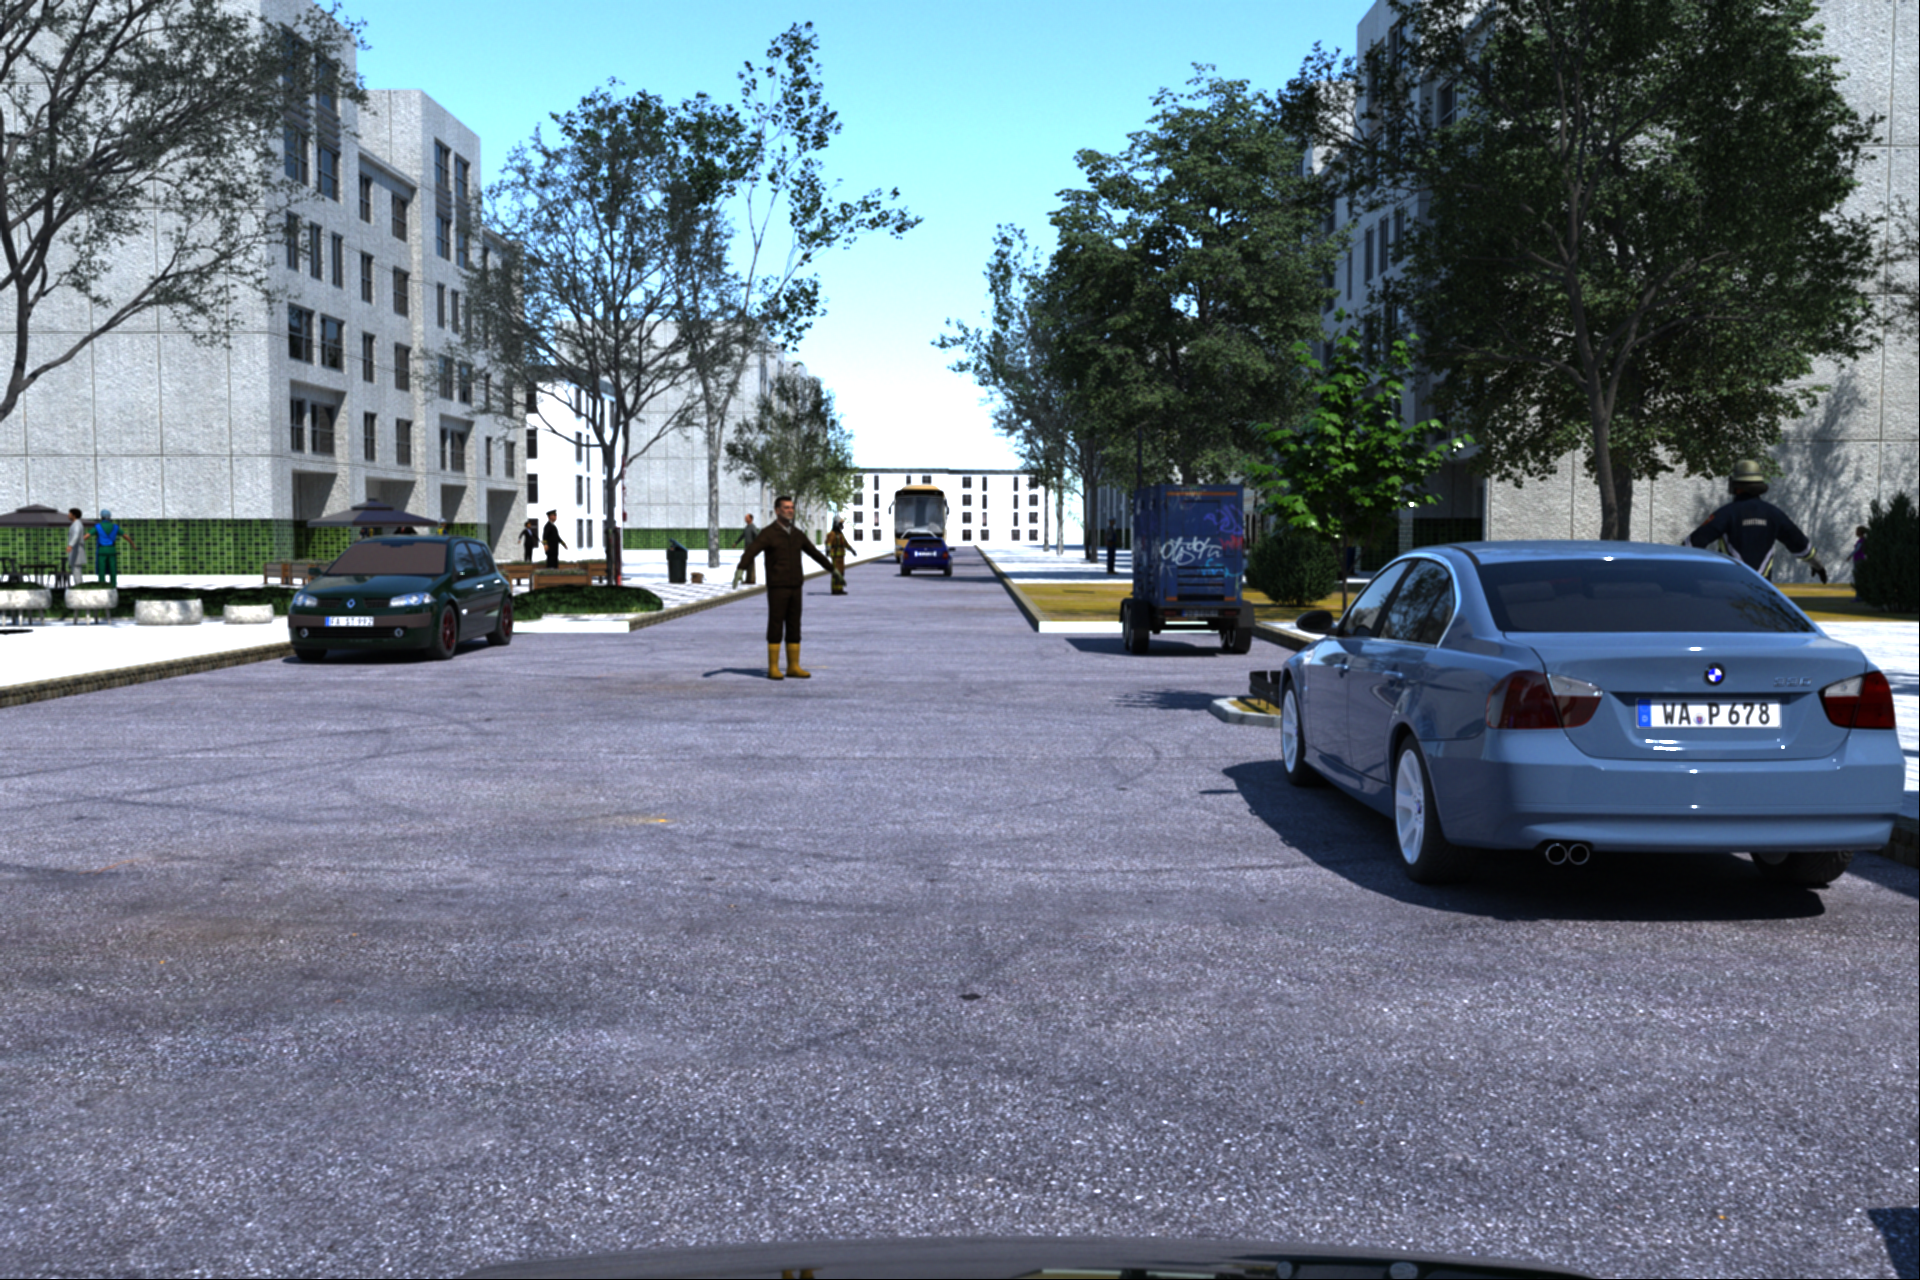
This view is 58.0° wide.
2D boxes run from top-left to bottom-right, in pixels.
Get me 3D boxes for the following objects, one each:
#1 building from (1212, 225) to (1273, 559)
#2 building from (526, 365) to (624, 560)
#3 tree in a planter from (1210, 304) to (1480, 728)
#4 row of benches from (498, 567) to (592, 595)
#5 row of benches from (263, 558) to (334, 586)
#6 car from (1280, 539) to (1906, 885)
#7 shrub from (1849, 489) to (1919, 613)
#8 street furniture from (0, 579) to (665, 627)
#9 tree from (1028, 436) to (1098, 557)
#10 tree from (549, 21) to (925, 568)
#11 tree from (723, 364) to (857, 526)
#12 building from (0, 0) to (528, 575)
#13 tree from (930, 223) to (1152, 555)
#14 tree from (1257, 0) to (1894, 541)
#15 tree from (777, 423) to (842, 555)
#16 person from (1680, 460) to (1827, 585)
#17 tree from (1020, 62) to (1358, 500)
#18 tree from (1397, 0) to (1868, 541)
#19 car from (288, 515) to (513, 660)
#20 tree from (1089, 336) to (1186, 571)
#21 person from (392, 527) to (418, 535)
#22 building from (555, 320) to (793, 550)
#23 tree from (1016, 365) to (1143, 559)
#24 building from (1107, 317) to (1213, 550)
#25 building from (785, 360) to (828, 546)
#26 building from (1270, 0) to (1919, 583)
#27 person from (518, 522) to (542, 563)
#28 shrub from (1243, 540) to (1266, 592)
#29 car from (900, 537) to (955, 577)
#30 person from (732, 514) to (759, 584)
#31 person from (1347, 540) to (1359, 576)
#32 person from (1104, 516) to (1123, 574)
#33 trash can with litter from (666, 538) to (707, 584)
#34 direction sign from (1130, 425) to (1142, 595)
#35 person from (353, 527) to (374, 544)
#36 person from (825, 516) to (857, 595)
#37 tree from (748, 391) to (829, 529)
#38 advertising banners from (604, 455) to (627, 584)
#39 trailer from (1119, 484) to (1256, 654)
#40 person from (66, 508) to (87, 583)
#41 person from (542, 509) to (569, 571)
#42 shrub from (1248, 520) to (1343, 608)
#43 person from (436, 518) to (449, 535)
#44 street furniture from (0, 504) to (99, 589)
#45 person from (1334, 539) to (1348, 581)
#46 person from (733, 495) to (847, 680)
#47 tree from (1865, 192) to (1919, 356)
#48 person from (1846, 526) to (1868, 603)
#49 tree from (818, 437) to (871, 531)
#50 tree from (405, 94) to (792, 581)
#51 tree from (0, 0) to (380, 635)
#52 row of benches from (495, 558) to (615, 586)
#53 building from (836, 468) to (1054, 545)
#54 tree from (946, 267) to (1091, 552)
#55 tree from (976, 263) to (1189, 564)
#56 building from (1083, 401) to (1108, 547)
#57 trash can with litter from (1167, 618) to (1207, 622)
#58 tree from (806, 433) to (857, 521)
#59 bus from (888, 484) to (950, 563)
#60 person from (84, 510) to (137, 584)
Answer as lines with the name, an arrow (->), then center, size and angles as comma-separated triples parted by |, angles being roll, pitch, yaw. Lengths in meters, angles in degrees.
building -> 24.404, -16.101, 94.178 | 19.493, 23.208, 18.063 | 0, 3, 0
building -> -23.964, -9.662, 100.128 | 9.099, 9.664, 28.070 | 0, 4, 0
tree in a planter -> 3.012, -0.996, 13.512 | 1.991, 3.239, 1.994 | 0, 4, 0
row of benches -> -8.628, -0.979, 31.474 | 4.104, 0.672, 1.422 | -1, 4, -21
row of benches -> -16.069, -1.681, 42.951 | 4.104, 0.672, 1.422 | 3, 5, 44
car -> 2.723, 0.222, 8.377 | 2.014, 1.417, 4.499 | 0, 4, 1
shrub -> 15.437, -1.463, 28.341 | 1.690, 2.028, 1.600 | 0, 3, 0
street furniture -> -9.699, -0.673, 26.623 | 10.072, 0.657, 5.734 | 0, 4, -6
tree -> 5.599, -9.033, 98.049 | 4.360, 8.622, 3.978 | 0, 3, 0
tree -> -8.183, -12.729, 64.001 | 12.611, 20.169, 13.585 | 0, 3, 0
tree -> -9.430, -9.880, 95.947 | 8.767, 10.594, 7.601 | 1, 4, 12
building -> -29.740, -12.404, 69.269 | 16.747, 18.905, 31.486 | 0, 4, 0
tree -> 4.990, -15.329, 106.519 | 12.611, 20.169, 13.585 | 0, 3, 0
tree -> 8.394, -5.389, 22.526 | 8.767, 10.594, 7.601 | -1, 4, -22
tree -> -9.557, -9.390, 103.892 | 4.360, 8.622, 3.978 | 0, 3, 0
person -> 6.013, -0.455, 13.311 | 1.351, 1.845, 0.704 | 0, 4, 1
tree -> 6.478, -8.697, 48.844 | 9.857, 13.997, 8.962 | 0, 3, 0
tree -> 13.900, -7.912, 36.009 | 9.857, 13.997, 8.962 | 0, 3, 0
car -> -6.659, -0.680, 20.901 | 2.009, 1.686, 4.222 | 0, 3, 0
tree -> 6.361, -6.755, 60.803 | 4.737, 8.622, 4.395 | 0, 3, 0
person -> -15.828, -2.639, 49.340 | 1.347, 1.806, 0.705 | 1, 4, 17
building -> -25.159, -17.895, 159.036 | 16.747, 18.905, 31.486 | 0, 4, 0
tree -> 6.198, -9.390, 87.939 | 7.601, 10.594, 8.767 | 1, 4, 12
building -> 22.458, -17.306, 149.411 | 16.747, 18.905, 31.486 | 0, 3, 0
building -> -24.474, -19.928, 192.282 | 16.747, 18.905, 31.486 | 0, 4, 1
building -> 22.136, -11.877, 60.644 | 16.747, 18.905, 31.486 | 0, 3, 0
person -> -15.877, -3.501, 63.955 | 0.721, 1.740, 1.216 | 2, 4, 29
shrub -> 6.781, -1.679, 38.560 | 1.383, 1.207, 1.383 | 0, 3, 0
car -> -1.137, -2.890, 59.826 | 1.945, 1.354, 3.894 | 0, 4, 0
person -> -5.412, -2.330, 44.361 | 0.705, 1.796, 1.348 | -3, 4, -36
person -> 12.004, -2.881, 53.072 | 0.705, 1.833, 1.349 | 3, 5, 42
person -> 4.865, -3.024, 55.304 | 0.705, 1.847, 1.347 | 2, 4, 28
trash can with litter -> -7.114, -2.061, 45.081 | 1.055, 1.170, 0.624 | 0, 4, 1
direction sign -> 3.779, -2.723, 36.525 | 0.379, 3.537, 0.876 | 0, 4, 1
person -> -20.070, -3.217, 58.381 | 0.705, 1.856, 1.354 | 0, 4, 5
person -> -2.847, -1.987, 40.706 | 0.705, 1.858, 1.354 | 2, 4, 26
tree -> -9.241, -8.509, 89.477 | 4.360, 8.622, 3.978 | 0, 3, 0
advertising banners -> -7.454, -2.537, 37.664 | 0.090, 3.025, 2.074 | 0, 4, 2
trailer -> 2.732, -0.898, 21.732 | 1.471, 1.999, 3.904 | 0, 4, -1
person -> -18.106, -1.788, 35.421 | 0.705, 1.806, 1.347 | -2, 4, -24
person -> -9.060, -1.997, 38.589 | 0.705, 1.837, 1.347 | 0, 4, 7
shrub -> 5.916, -1.586, 30.352 | 1.690, 2.028, 1.600 | 0, 3, 0
person -> -15.849, -2.872, 53.415 | 0.721, 1.772, 1.216 | -3, 5, -43
street furniture -> -33.639, -1.835, 35.035 | 27.439, 1.986, 14.083 | 0, 4, 0
person -> 10.269, -2.503, 47.055 | 0.705, 1.813, 1.348 | 3, 4, 38
person -> -1.721, -0.524, 17.161 | 1.346, 1.812, 0.704 | -3, 5, -41
tree -> 25.409, -7.817, 38.171 | 12.009, 13.543, 11.850 | 0, 3, 0
person -> 16.822, -1.422, 32.514 | 0.599, 1.433, 0.991 | 3, 5, 41
tree -> -9.030, -10.938, 129.190 | 4.737, 8.622, 4.395 | 0, 3, 0
tree -> -9.709, -8.426, 48.128 | 12.009, 13.543, 11.850 | 0, 3, 0
tree -> -12.560, -6.831, 22.055 | 12.009, 13.543, 11.850 | 0, 3, 0
row of benches -> -10.200, -1.735, 43.829 | 1.422, 0.672, 4.104 | 2, 4, 33
building -> -1.859, -16.891, 220.775 | 28.070, 9.664, 9.099 | 0, 4, -5
tree -> 4.790, -16.450, 124.850 | 12.611, 20.169, 13.585 | 0, 3, 0
tree -> 5.765, -10.071, 75.036 | 12.009, 13.543, 11.850 | 0, 3, 0
building -> 22.490, -19.349, 182.821 | 16.747, 18.905, 31.486 | 0, 4, 0
trash can with litter -> 3.490, -0.859, 25.435 | 1.055, 1.170, 0.624 | 0, 4, -1
tree -> -8.969, -10.495, 121.952 | 4.737, 8.622, 4.395 | 0, 3, 0
bus -> -1.929, -5.909, 88.163 | 2.896, 3.916, 12.252 | 0, 4, 0
person -> -18.637, -1.936, 37.786 | 1.347, 1.817, 0.704 | -3, 5, -45
